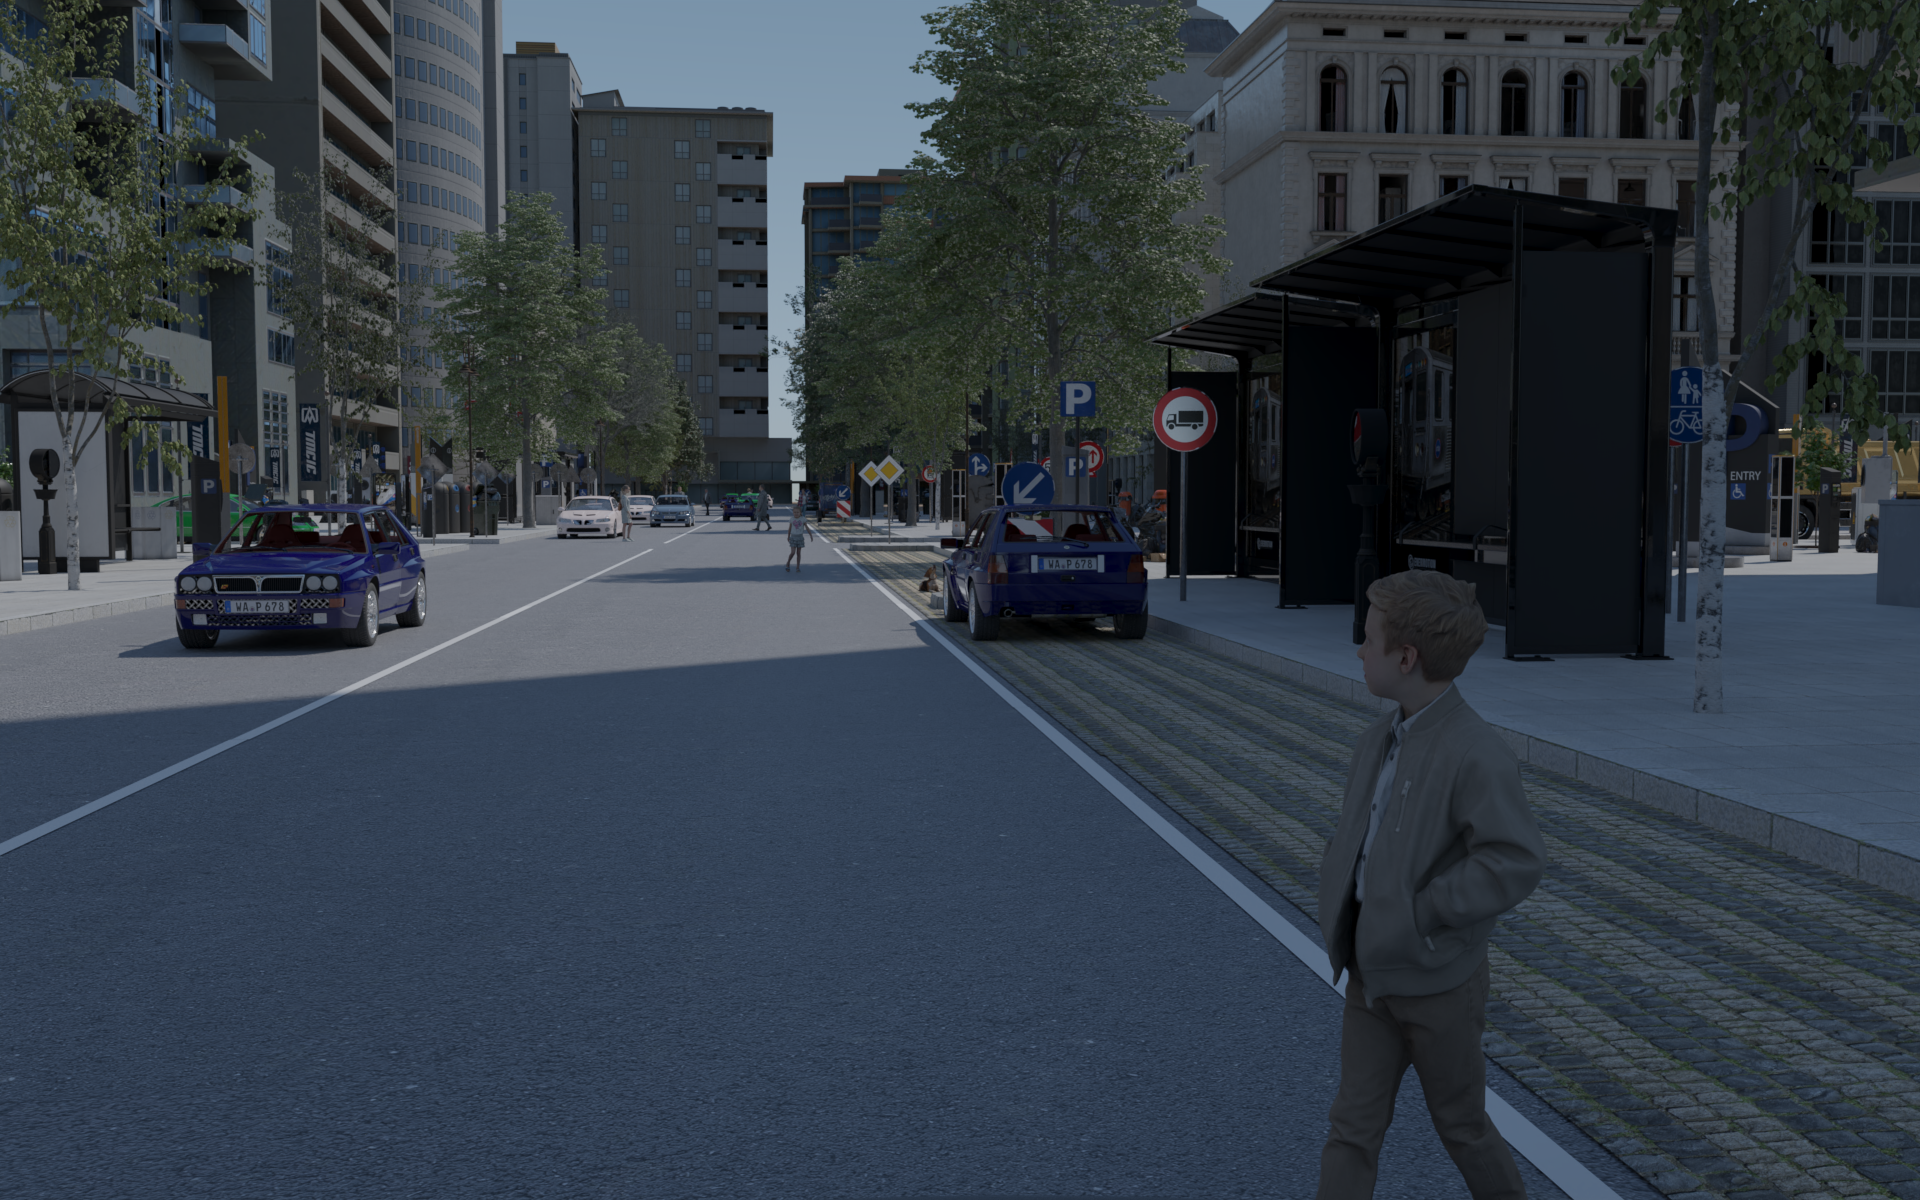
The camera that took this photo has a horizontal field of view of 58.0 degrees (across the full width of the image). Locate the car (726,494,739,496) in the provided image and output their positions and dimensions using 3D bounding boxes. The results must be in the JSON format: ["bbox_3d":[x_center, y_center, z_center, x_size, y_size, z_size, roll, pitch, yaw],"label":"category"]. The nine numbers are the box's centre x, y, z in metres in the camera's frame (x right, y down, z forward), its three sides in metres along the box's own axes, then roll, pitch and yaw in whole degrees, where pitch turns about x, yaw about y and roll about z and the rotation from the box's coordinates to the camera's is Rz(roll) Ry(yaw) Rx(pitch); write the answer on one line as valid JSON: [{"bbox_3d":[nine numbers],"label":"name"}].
[{"bbox_3d":[-25.201,-11.179,191.572,1.959,1.807,4.718,0,4,-5],"label":"car"}]

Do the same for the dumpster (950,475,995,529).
[{"bbox_3d":[0.408,-2.905,53.252,1.264,1.857,1.865,0,4,-6],"label":"dumpster"}]

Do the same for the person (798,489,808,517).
[{"bbox_3d":[-8.232,-4.970,90.602,0.563,1.720,0.643,-3,4,-36],"label":"person"}]

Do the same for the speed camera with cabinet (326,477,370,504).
[{"bbox_3d":[-30.613,-5.647,86.657,2.038,3.252,0.660,-2,4,-30],"label":"speed camera with cabinet"}]

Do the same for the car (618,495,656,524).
[{"bbox_3d":[-15.282,-4.288,82.472,2.083,1.381,4.827,0,4,-6],"label":"car"}]

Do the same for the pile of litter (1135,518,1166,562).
[{"bbox_3d":[3.966,-1.161,32.952,1.719,0.858,1.176,1,4,18],"label":"pile of litter"}]

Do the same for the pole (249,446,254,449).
[{"bbox_3d":[-30.300,-4.912,74.152,0.158,3.312,0.155,0,3,0],"label":"pole"}]

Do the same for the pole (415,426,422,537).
[{"bbox_3d":[-16.236,-3.552,51.919,0.158,3.312,0.155,0,3,0],"label":"pole"}]

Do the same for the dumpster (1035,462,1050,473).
[{"bbox_3d":[2.503,-3.108,53.314,1.502,2.255,1.985,0,4,-6],"label":"dumpster"}]

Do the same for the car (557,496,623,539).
[{"bbox_3d":[-12.148,-2.744,57.226,2.083,1.381,4.827,0,4,-5],"label":"car"}]

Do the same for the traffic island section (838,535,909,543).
[{"bbox_3d":[-2.649,-1.834,52.264,2.009,0.180,2.903,0,4,-6],"label":"traffic island section"}]

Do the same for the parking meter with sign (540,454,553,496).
[{"bbox_3d":[-17.944,-4.818,75.039,0.543,3.016,1.738,-1,4,-10],"label":"parking meter with sign"}]

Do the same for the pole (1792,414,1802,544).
[{"bbox_3d":[21.365,-3.085,44.278,0.158,3.312,0.155,0,3,0],"label":"pole"}]

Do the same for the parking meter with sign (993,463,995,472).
[{"bbox_3d":[2.736,-6.100,95.988,1.738,3.016,0.543,-1,4,-17],"label":"parking meter with sign"}]

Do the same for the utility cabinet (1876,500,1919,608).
[{"bbox_3d":[10.916,-0.521,19.677,0.306,1.237,1.020,-1,4,-13],"label":"utility cabinet"}]

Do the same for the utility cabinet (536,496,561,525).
[{"bbox_3d":[-16.948,-3.680,71.335,1.020,1.237,0.306,-1,4,-14],"label":"utility cabinet"}]

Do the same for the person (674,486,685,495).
[{"bbox_3d":[-14.026,-4.765,86.514,0.694,1.812,0.767,-1,4,-23],"label":"person"}]

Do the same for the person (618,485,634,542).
[{"bbox_3d":[-10.055,-2.607,52.121,0.522,1.701,0.512,-1,4,-15],"label":"person"}]

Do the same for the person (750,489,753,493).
[{"bbox_3d":[-14.186,-6.678,118.025,0.374,1.781,0.599,1,4,13],"label":"person"}]

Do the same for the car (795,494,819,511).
[{"bbox_3d":[-11.404,-7.380,130.454,2.009,1.686,4.222,0,4,-7],"label":"car"}]

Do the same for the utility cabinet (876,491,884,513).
[{"bbox_3d":[-5.793,-6.698,118.193,1.173,1.500,0.318,0,4,1],"label":"utility cabinet"}]

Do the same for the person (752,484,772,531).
[{"bbox_3d":[-7.752,-3.617,67.735,0.767,1.812,0.694,1,4,8],"label":"person"}]

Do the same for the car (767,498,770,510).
[{"bbox_3d":[-18.108,-8.785,155.638,2.014,1.417,4.499,0,4,-5],"label":"car"}]

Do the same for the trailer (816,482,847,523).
[{"bbox_3d":[-6.457,-4.851,86.360,1.471,1.999,3.904,0,4,-8],"label":"trailer"}]

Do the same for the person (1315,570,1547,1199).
[{"bbox_3d":[0.800,0.599,2.975,0.640,1.303,0.475,-2,4,-35],"label":"person"}]

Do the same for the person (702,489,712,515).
[{"bbox_3d":[-17.003,-6.562,116.190,0.661,1.777,0.834,1,4,17],"label":"person"}]

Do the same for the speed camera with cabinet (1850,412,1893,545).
[{"bbox_3d":[22.436,-2.956,42.660,0.660,3.252,2.038,1,4,19],"label":"speed camera with cabinet"}]

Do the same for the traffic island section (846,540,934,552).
[{"bbox_3d":[-1.785,-1.348,44.326,2.009,0.180,2.903,0,4,-6],"label":"traffic island section"}]

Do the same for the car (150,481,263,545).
[{"bbox_3d":[-19.363,-2.250,45.591,4.718,1.807,1.959,0,4,-6],"label":"car"}]

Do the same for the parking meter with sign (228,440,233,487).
[{"bbox_3d":[-24.382,-3.642,55.800,1.738,3.016,0.543,-3,5,-44],"label":"parking meter with sign"}]

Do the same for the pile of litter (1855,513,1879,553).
[{"bbox_3d":[20.358,-1.471,38.021,1.719,0.858,1.176,-2,4,-29],"label":"pile of litter"}]

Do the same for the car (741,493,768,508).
[{"bbox_3d":[-13.054,-6.108,108.665,1.959,1.807,4.718,0,4,-5],"label":"car"}]

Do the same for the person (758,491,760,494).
[{"bbox_3d":[-18.611,-9.274,160.794,0.551,1.740,0.621,3,5,42],"label":"person"}]

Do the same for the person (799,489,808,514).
[{"bbox_3d":[-11.352,-7.158,125.553,0.660,1.820,0.620,-1,4,-13],"label":"person"}]

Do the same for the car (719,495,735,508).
[{"bbox_3d":[-23.599,-10.046,176.828,1.945,1.354,3.894,0,4,-5],"label":"car"}]

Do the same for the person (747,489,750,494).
[{"bbox_3d":[-13.675,-6.341,112.408,0.478,1.798,0.641,1,4,11],"label":"person"}]

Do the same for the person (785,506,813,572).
[{"bbox_3d":[-2.959,-1.122,31.856,0.505,1.210,0.382,0,4,-7],"label":"person"}]

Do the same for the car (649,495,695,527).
[{"bbox_3d":[-12.606,-3.916,76.027,2.014,1.417,4.499,0,4,-5],"label":"car"}]

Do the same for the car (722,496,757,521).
[{"bbox_3d":[-11.810,-4.921,93.036,1.945,1.354,3.894,0,4,-4],"label":"car"}]

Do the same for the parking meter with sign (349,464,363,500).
[{"bbox_3d":[-34.943,-6.384,100.634,0.543,3.016,1.738,-3,5,-42],"label":"parking meter with sign"}]

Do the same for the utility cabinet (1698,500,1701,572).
[{"bbox_3d":[12.153,-1.033,28.059,0.306,1.237,1.020,2,4,26],"label":"utility cabinet"}]

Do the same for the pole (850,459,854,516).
[{"bbox_3d":[-6.345,-6.615,101.994,0.158,3.312,0.155,0,3,0],"label":"pole"}]

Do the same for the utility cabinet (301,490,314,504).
[{"bbox_3d":[-37.802,-5.606,100.336,0.318,1.500,1.173,0,4,-2],"label":"utility cabinet"}]

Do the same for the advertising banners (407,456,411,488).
[{"bbox_3d":[-25.636,-5.061,78.940,2.074,3.025,0.090,1,4,13],"label":"advertising banners"}]

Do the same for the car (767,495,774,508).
[{"bbox_3d":[-20.492,-10.291,180.611,2.083,1.381,4.827,0,4,-5],"label":"car"}]

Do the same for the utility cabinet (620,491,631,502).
[{"bbox_3d":[-20.959,-6.104,108.485,0.318,1.500,1.173,0,4,6],"label":"utility cabinet"}]

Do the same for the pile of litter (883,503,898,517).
[{"bbox_3d":[-3.626,-4.933,94.620,1.176,0.858,1.719,0,4,-2],"label":"pile of litter"}]

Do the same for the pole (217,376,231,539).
[{"bbox_3d":[-12.793,-2.219,30.117,0.158,3.312,0.155,0,3,0],"label":"pole"}]

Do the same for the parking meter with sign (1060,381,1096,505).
[{"bbox_3d":[1.866,-1.920,27.645,0.543,3.016,1.738,0,4,3],"label":"parking meter with sign"}]

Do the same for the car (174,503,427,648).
[{"bbox_3d":[-6.519,-0.294,17.381,1.945,1.354,3.894,0,4,-7],"label":"car"}]

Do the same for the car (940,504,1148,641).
[{"bbox_3d":[0.810,-0.346,18.237,1.945,1.354,3.894,0,4,-6],"label":"car"}]
